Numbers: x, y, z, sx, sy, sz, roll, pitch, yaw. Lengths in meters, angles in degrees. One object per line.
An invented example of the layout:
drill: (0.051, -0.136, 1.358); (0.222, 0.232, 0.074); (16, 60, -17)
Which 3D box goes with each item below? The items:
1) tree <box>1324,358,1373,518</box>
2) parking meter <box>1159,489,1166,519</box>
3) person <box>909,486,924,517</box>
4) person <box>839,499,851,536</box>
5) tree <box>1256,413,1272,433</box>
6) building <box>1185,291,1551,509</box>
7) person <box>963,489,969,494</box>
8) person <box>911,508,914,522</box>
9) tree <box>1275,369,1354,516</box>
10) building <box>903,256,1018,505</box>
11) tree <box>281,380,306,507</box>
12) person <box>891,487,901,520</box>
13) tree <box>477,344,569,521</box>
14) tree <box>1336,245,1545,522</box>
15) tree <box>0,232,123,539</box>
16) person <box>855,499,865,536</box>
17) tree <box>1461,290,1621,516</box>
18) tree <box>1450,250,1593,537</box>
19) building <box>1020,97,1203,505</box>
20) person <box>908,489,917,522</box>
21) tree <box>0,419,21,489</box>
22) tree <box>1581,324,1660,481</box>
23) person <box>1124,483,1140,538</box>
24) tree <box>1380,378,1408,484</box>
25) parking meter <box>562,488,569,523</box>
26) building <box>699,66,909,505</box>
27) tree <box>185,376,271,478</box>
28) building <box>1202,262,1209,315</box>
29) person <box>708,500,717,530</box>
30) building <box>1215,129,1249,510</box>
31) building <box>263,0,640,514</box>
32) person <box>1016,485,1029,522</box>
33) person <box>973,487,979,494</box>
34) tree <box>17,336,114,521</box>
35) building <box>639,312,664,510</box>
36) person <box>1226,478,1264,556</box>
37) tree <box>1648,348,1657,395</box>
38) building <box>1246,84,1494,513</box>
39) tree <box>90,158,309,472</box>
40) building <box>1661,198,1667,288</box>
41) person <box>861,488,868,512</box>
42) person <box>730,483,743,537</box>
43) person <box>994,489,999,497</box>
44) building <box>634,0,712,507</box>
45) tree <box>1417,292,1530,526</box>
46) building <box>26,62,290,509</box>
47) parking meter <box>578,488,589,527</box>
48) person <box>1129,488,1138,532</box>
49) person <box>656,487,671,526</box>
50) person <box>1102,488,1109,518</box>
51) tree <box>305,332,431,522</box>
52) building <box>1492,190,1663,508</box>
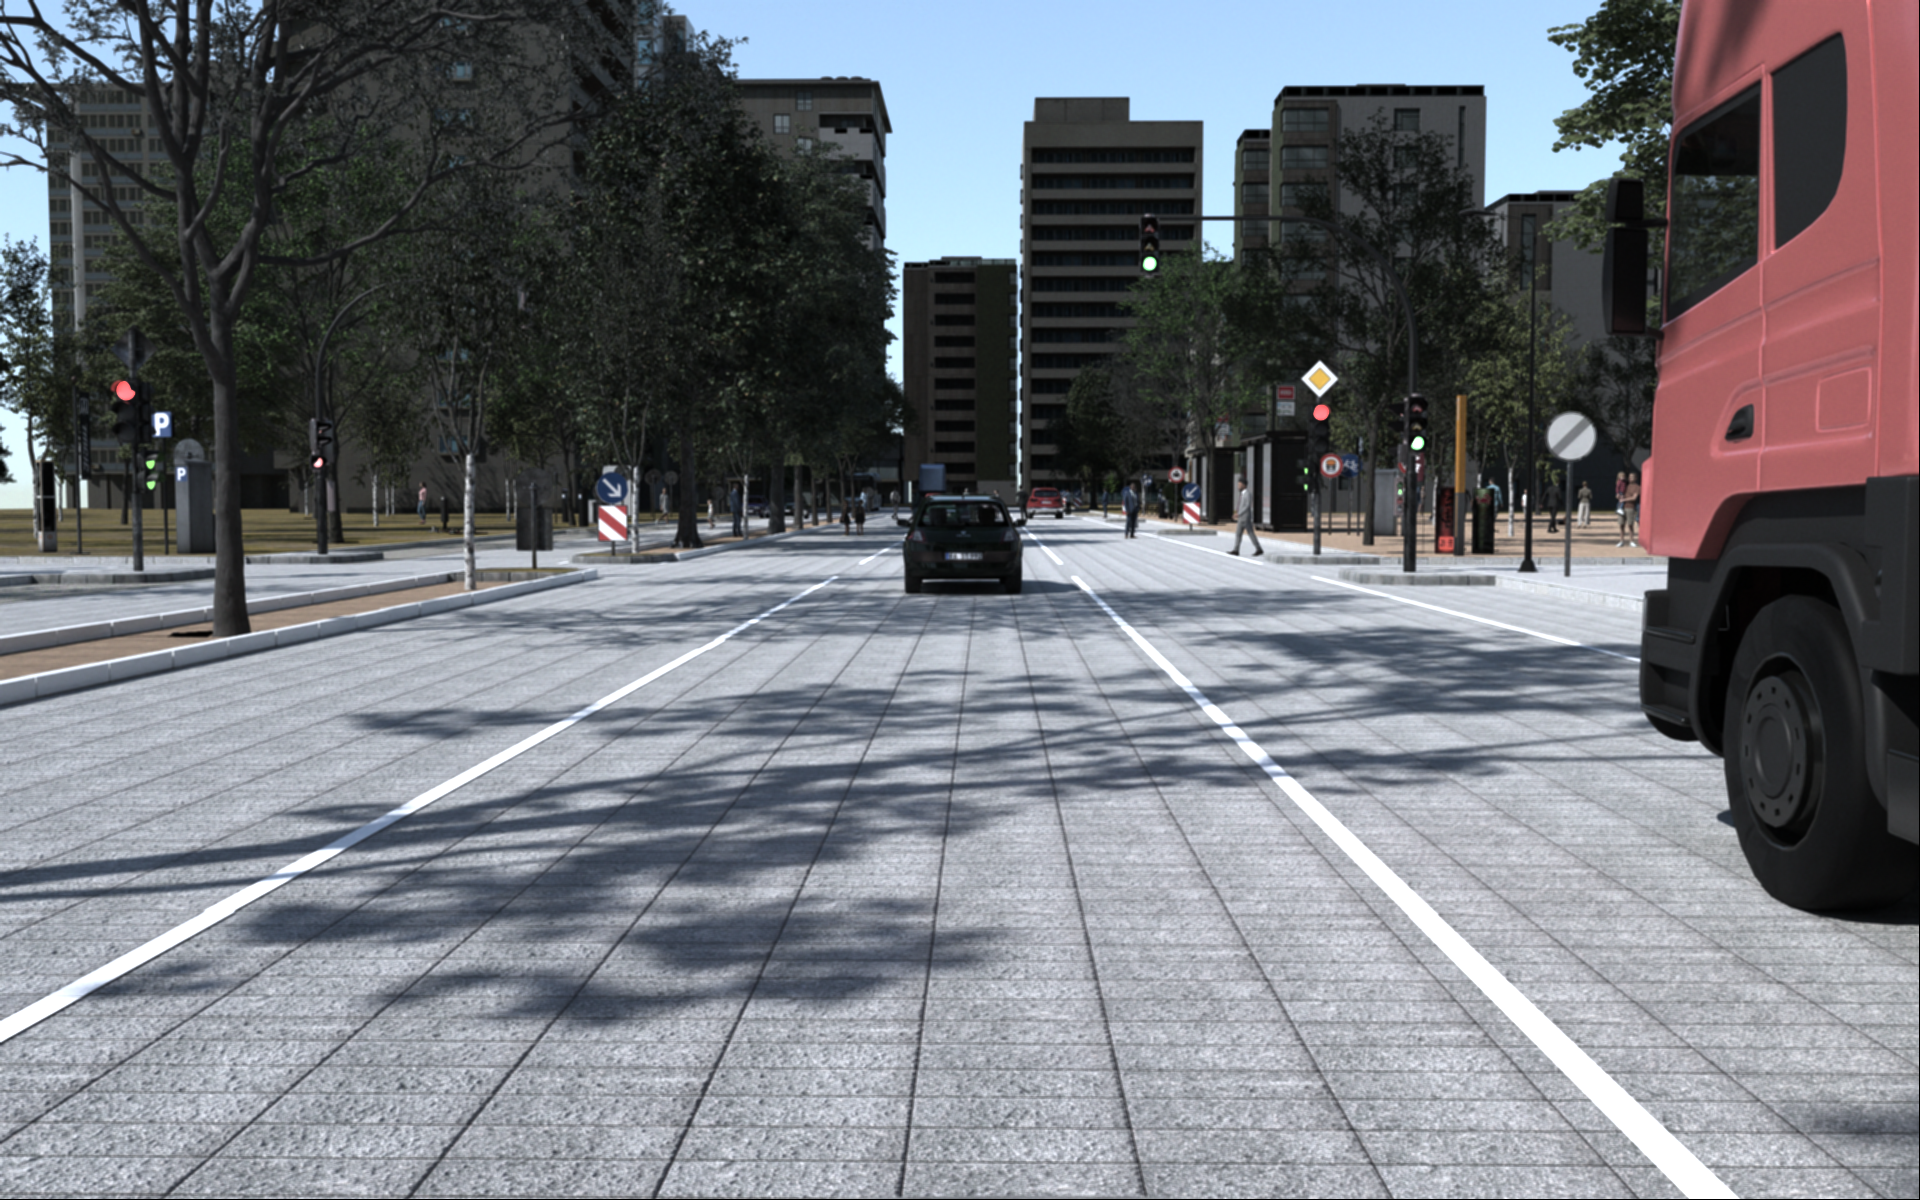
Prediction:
tree: (21.208, -8.748, 93.397); (4.737, 8.622, 4.395); (0, 3, 0)
parking meter: (10.611, -5.036, 90.754); (0.372, 1.533, 0.369); (0, 3, 0)
person: (-1.815, -3.821, 71.320); (0.721, 1.781, 0.623); (-1, 4, -21)
person: (-3.937, -2.821, 59.297); (0.373, 1.253, 0.362); (1, 4, 17)
tree: (20.605, -9.645, 108.057); (4.360, 8.622, 3.978); (0, 3, 0)
building: (36.567, -19.387, 162.018); (27.650, 21.520, 28.899); (0, 4, 1)
person: (0.473, -6.102, 108.746); (0.782, 1.767, 0.515); (-2, 4, -23)
person: (-2.140, -4.311, 81.579); (0.503, 1.515, 0.523); (-3, 5, -44)
tree: (20.656, -9.150, 99.963); (4.360, 8.622, 3.978); (0, 3, 0)
building: (0.054, -27.019, 213.468); (14.107, 30.474, 14.160); (0, 4, 1)
tree: (-40.946, -9.702, 108.987); (4.737, 8.622, 4.395); (0, 3, 0)
person: (-3.591, -5.403, 96.946); (0.679, 1.850, 0.850); (2, 4, 31)
tree: (-21.083, -8.010, 81.333); (4.737, 8.622, 4.395); (0, 3, 0)
tree: (22.186, -9.985, 80.263); (9.611, 12.733, 9.660); (0, 3, 0)
tree: (-26.396, -6.081, 49.781); (4.737, 8.622, 4.395); (0, 3, 0)
person: (-3.429, -2.826, 59.374); (0.362, 1.253, 0.373); (1, 4, 16)
tree: (34.570, -11.808, 103.427); (12.009, 13.543, 11.850); (0, 3, 0)
tree: (16.590, -6.202, 51.763); (4.737, 8.622, 4.395); (0, 3, 0)
building: (18.210, -36.175, 215.156); (21.600, 48.544, 21.300); (0, 4, 1)
person: (-1.976, -4.003, 74.707); (0.760, 1.731, 0.466); (0, 4, -4)
tree: (-62.437, -8.508, 102.016); (20.602, 7.101, 11.467); (1, 4, 15)
tree: (34.270, -9.474, 89.307); (7.601, 10.594, 8.767); (-3, 5, -44)
person: (5.558, -2.907, 56.218); (0.721, 1.800, 0.419); (-2, 4, -35)
tree: (18.957, -7.269, 69.207); (4.360, 8.622, 3.978); (0, 3, 0)
parking meter: (-17.719, -4.253, 77.945); (0.372, 1.533, 0.369); (0, 3, 0)
building: (-20.883, -38.573, 219.904); (27.495, 52.752, 28.713); (0, 4, 1)
tree: (-34.483, -7.978, 80.800); (4.360, 8.622, 3.978); (0, 3, 0)
building: (36.311, -26.998, 213.112); (14.107, 30.474, 14.160); (0, 4, 1)
person: (-10.010, -3.454, 69.992); (0.382, 1.210, 0.505); (-1, 4, -14)
building: (28.880, -22.539, 140.206); (14.160, 30.474, 14.107); (0, 4, 1)
building: (-35.652, -30.502, 122.410); (21.300, 48.544, 21.600); (0, 4, 1)
person: (3.211, -4.994, 89.511); (0.648, 1.900, 0.474); (-1, 4, -23)
person: (0.716, -4.097, 76.229); (0.466, 1.731, 0.760); (0, 4, -1)
tree: (-42.284, -8.018, 81.464); (4.360, 8.622, 3.978); (0, 3, 0)
building: (-32.476, -22.582, 140.918); (14.160, 30.474, 14.107); (0, 4, 1)
person: (6.612, -1.915, 40.088); (0.850, 1.792, 0.678); (0, 4, -5)
tree: (31.687, -7.568, 74.093); (4.737, 8.622, 4.395); (0, 3, 0)
building: (29.292, -21.677, 126.116); (14.160, 30.474, 14.107); (0, 4, 1)
tree: (-26.014, -8.640, 59.387); (7.486, 12.596, 7.792); (0, 3, 0)
building: (72.082, -24.234, 167.927); (14.107, 30.474, 14.160); (0, 4, 1)
person: (-5.559, -5.549, 99.484); (0.793, 1.790, 0.793); (3, 4, 38)
person: (-7.351, -2.954, 56.979); (0.419, 1.800, 0.721); (-2, 4, -30)
person: (2.105, -5.528, 99.879); (0.522, 1.701, 0.512); (0, 4, -6)
building: (-39.835, -33.374, 165.267); (30.456, 49.044, 23.786); (0, 4, 1)
tree: (19.023, -6.926, 63.609); (4.360, 8.622, 3.978); (0, 3, 0)
building: (-67.977, -28.731, 161.630); (23.993, 40.220, 32.217); (0, 4, 1)
parking meter: (-14.813, -3.653, 68.139); (0.372, 1.533, 0.369); (0, 3, 0)
person: (6.594, -3.466, 65.717); (0.362, 1.759, 0.519); (-3, 5, -41)
person: (-13.034, -4.095, 76.205); (0.760, 1.731, 0.466); (0, 3, 0)
person: (8.722, -5.821, 103.861); (0.419, 1.800, 0.721); (1, 4, 17)
tree: (-26.761, -7.911, 79.705); (4.737, 8.622, 4.395); (0, 3, 0)
building: (57.951, -24.278, 168.639); (14.107, 30.474, 14.160); (0, 4, 1)
